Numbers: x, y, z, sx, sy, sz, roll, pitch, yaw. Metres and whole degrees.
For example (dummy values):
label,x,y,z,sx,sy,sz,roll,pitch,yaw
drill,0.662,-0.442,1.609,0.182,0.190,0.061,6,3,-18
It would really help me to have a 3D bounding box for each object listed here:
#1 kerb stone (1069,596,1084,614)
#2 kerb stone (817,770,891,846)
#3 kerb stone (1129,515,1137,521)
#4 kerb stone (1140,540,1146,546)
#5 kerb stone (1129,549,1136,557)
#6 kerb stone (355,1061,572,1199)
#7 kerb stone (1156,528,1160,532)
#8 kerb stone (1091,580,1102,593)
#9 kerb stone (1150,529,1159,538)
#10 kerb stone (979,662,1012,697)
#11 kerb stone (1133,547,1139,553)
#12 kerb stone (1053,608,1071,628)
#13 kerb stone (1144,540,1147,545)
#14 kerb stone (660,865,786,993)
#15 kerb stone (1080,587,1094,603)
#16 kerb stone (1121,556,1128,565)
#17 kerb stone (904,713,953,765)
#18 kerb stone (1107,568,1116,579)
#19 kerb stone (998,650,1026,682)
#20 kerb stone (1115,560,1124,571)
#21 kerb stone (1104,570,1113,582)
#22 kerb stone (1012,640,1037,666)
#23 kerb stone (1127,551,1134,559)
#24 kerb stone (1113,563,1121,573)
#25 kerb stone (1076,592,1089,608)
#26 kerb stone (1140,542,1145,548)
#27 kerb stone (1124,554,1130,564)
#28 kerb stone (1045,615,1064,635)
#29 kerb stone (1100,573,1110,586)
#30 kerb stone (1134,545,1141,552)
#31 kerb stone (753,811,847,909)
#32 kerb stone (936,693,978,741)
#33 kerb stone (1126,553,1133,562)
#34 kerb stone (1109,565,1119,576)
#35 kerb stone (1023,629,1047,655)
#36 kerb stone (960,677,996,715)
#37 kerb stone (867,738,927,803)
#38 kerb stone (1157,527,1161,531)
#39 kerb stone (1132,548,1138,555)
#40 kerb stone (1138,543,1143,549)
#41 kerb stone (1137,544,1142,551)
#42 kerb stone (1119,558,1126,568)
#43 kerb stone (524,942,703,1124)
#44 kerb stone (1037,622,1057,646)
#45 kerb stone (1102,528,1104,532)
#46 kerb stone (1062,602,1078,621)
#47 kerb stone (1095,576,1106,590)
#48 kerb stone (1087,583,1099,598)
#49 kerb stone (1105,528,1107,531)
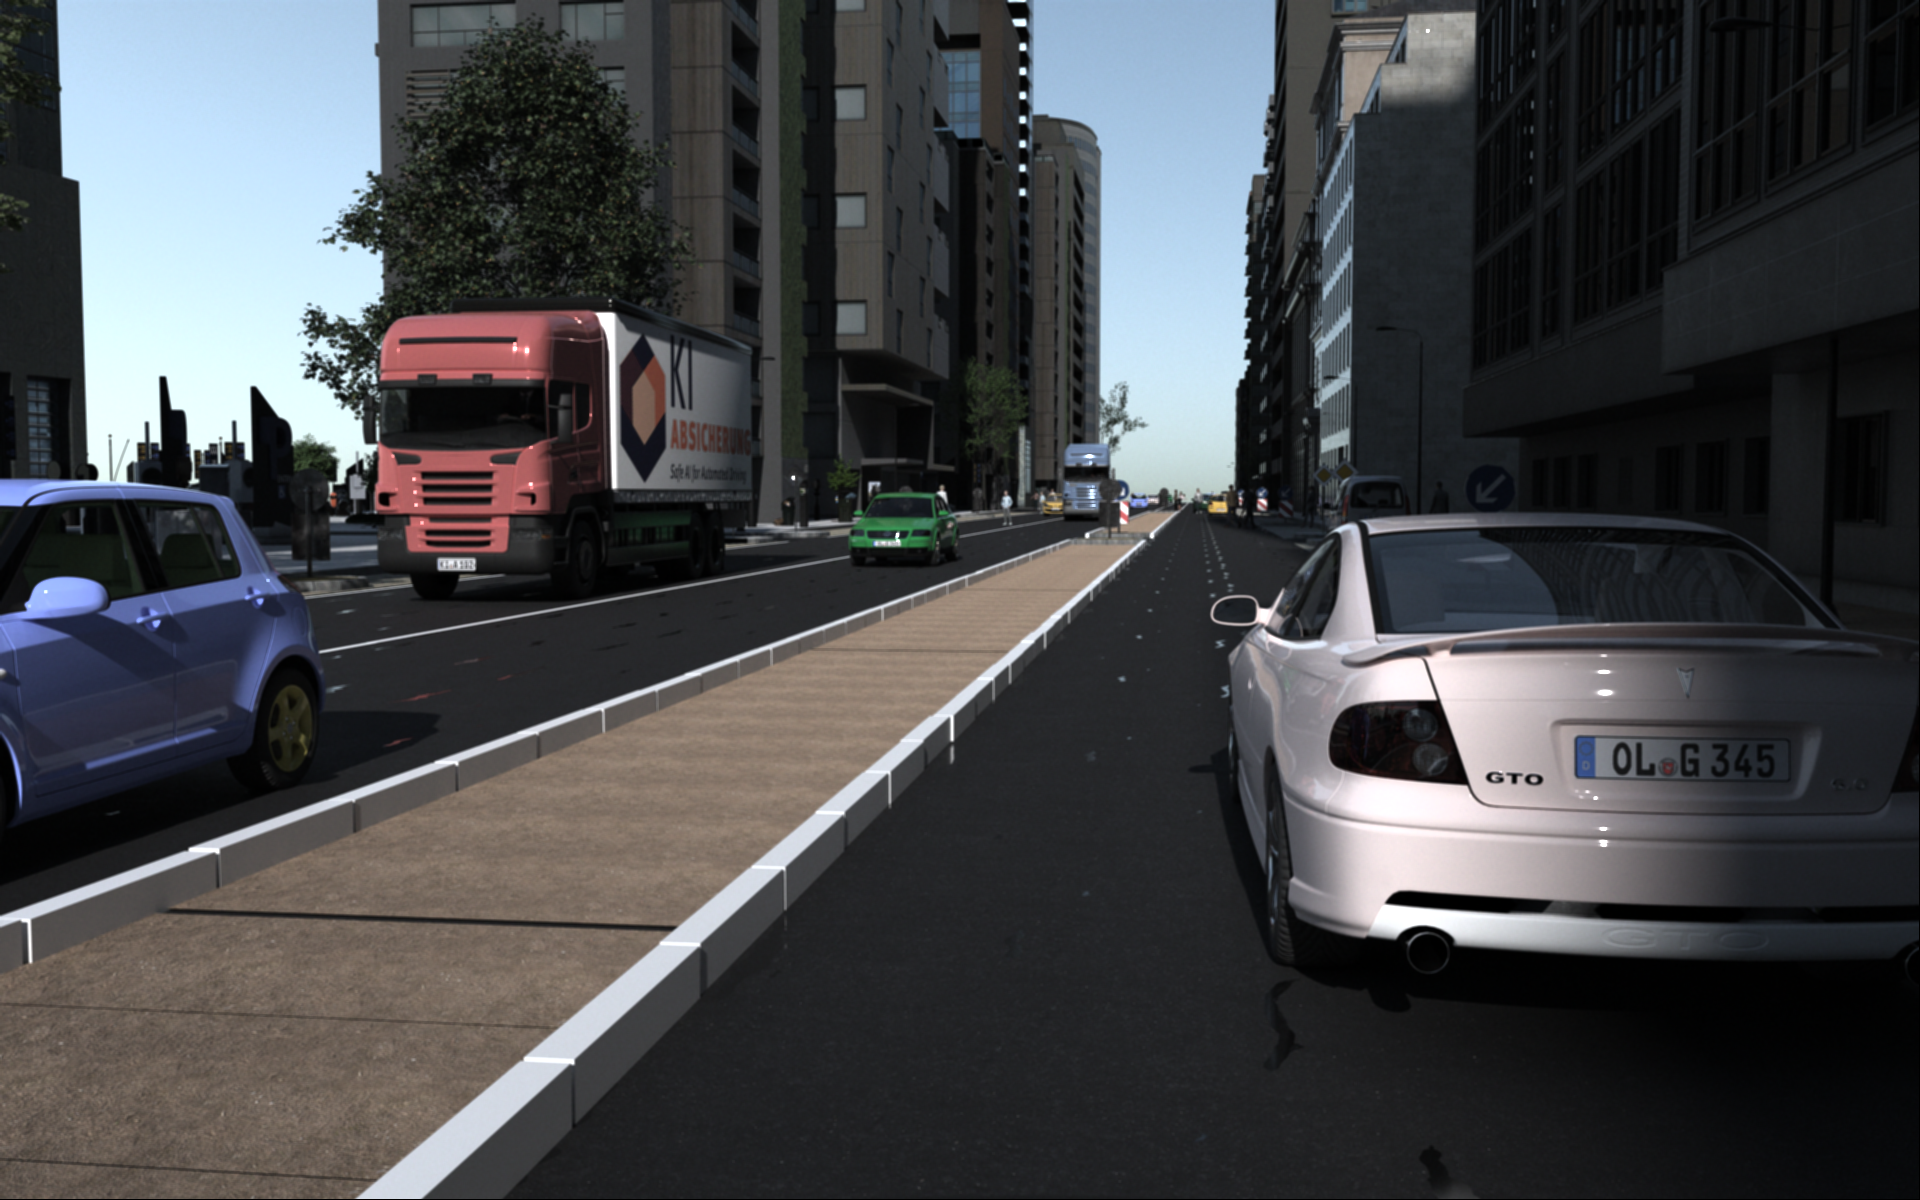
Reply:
label,x,y,z,sx,sy,sz,roll,pitch,yaw
kerb stone,1.359,0.092,20.692,0.120,0.150,1.000,0,4,8
kerb stone,-0.457,0.899,7.491,0.120,0.150,1.000,0,4,8
kerb stone,9.653,-4.559,96.732,0.120,0.150,1.000,0,4,8
kerb stone,4.700,-1.402,45.116,0.120,0.150,1.000,0,4,8
kerb stone,3.729,-0.965,37.986,0.120,0.150,1.000,0,4,8
kerb stone,-1.003,1.148,3.421,0.120,0.150,1.000,0,4,8
kerb stone,6.878,-2.369,60.936,0.120,0.150,1.000,0,4,8
kerb stone,1.912,-0.152,24.764,0.120,0.150,1.000,0,4,8
kerb stone,6.732,-2.301,59.924,0.120,0.150,1.000,0,4,8
kerb stone,0.245,0.589,12.560,0.120,0.150,1.000,0,4,8
kerb stone,4.002,-1.084,40.016,0.120,0.150,1.000,0,4,8
kerb stone,1.074,0.217,18.666,0.120,0.150,1.000,0,4,8
kerb stone,4.846,-1.461,46.128,0.120,0.150,1.000,0,4,8
kerb stone,-0.732,1.024,5.448,0.120,0.150,1.000,0,4,8
kerb stone,1.630,-0.032,22.722,0.120,0.150,1.000,0,4,8
kerb stone,3.170,-0.717,33.915,0.120,0.150,1.000,0,4,8
kerb stone,-0.183,0.775,9.520,0.120,0.150,1.000,0,4,8
kerb stone,2.471,-0.400,28.817,0.120,0.150,1.000,0,4,8
kerb stone,0.390,0.530,13.577,0.120,0.150,1.000,0,4,8
kerb stone,2.890,-0.592,31.876,0.120,0.150,1.000,0,4,8
kerb stone,2.328,-0.343,27.804,0.120,0.150,1.000,0,4,8
kerb stone,0.519,0.472,14.593,0.120,0.150,1.000,0,4,8
kerb stone,3.589,-0.903,36.959,0.120,0.150,1.000,0,4,8
kerb stone,2.746,-0.524,30.856,0.120,0.150,1.000,0,4,8
kerb stone,1.497,0.030,21.708,0.120,0.150,1.000,0,4,8
kerb stone,4.570,-1.335,44.102,0.120,0.150,1.000,0,4,8
kerb stone,3.305,-0.779,34.935,0.120,0.150,1.000,0,4,8
kerb stone,0.935,0.285,17.645,0.120,0.150,1.000,0,4,8
kerb stone,2.192,-0.281,26.790,0.120,0.150,1.000,0,4,8
kerb stone,4.147,-1.152,41.035,0.120,0.150,1.000,0,4,8
kerb stone,-0.592,0.962,6.461,0.120,0.150,1.000,0,4,8
kerb stone,-0.029,0.713,10.531,0.120,0.150,1.000,0,4,8
kerb stone,3.452,-0.841,35.946,0.120,0.150,1.000,0,4,8
kerb stone,2.617,-0.467,29.828,0.120,0.150,1.000,0,4,8
kerb stone,0.657,0.403,15.605,0.120,0.150,1.000,0,4,8
kerb stone,0.102,0.656,11.545,0.120,0.150,1.000,0,4,8
kerb stone,-0.313,0.837,8.504,0.120,0.150,1.000,0,4,8
kerb stone,7.012,-2.431,61.949,0.120,0.150,1.000,0,4,8
kerb stone,3.863,-1.028,39.000,0.120,0.150,1.000,0,4,8
kerb stone,4.426,-1.269,43.090,0.120,0.150,1.000,0,4,8
kerb stone,4.285,-1.215,42.062,0.120,0.150,1.000,0,4,8
kerb stone,3.026,-0.654,32.889,0.120,0.150,1.000,0,4,8
kerb stone,-0.866,1.086,4.434,0.120,0.150,1.000,0,4,8
kerb stone,0.806,0.347,16.629,0.120,0.150,1.000,0,4,8
kerb stone,5.067,-2.509,63.225,0.120,0.150,1.000,0,4,8
kerb stone,1.220,0.155,19.678,0.120,0.150,1.000,0,4,8
kerb stone,2.053,-0.219,25.776,0.120,0.150,1.000,0,4,8
kerb stone,1.778,-0.094,23.734,0.120,0.150,1.000,0,4,8
kerb stone,5.345,-2.631,65.266,0.120,0.150,1.000,0,4,8
